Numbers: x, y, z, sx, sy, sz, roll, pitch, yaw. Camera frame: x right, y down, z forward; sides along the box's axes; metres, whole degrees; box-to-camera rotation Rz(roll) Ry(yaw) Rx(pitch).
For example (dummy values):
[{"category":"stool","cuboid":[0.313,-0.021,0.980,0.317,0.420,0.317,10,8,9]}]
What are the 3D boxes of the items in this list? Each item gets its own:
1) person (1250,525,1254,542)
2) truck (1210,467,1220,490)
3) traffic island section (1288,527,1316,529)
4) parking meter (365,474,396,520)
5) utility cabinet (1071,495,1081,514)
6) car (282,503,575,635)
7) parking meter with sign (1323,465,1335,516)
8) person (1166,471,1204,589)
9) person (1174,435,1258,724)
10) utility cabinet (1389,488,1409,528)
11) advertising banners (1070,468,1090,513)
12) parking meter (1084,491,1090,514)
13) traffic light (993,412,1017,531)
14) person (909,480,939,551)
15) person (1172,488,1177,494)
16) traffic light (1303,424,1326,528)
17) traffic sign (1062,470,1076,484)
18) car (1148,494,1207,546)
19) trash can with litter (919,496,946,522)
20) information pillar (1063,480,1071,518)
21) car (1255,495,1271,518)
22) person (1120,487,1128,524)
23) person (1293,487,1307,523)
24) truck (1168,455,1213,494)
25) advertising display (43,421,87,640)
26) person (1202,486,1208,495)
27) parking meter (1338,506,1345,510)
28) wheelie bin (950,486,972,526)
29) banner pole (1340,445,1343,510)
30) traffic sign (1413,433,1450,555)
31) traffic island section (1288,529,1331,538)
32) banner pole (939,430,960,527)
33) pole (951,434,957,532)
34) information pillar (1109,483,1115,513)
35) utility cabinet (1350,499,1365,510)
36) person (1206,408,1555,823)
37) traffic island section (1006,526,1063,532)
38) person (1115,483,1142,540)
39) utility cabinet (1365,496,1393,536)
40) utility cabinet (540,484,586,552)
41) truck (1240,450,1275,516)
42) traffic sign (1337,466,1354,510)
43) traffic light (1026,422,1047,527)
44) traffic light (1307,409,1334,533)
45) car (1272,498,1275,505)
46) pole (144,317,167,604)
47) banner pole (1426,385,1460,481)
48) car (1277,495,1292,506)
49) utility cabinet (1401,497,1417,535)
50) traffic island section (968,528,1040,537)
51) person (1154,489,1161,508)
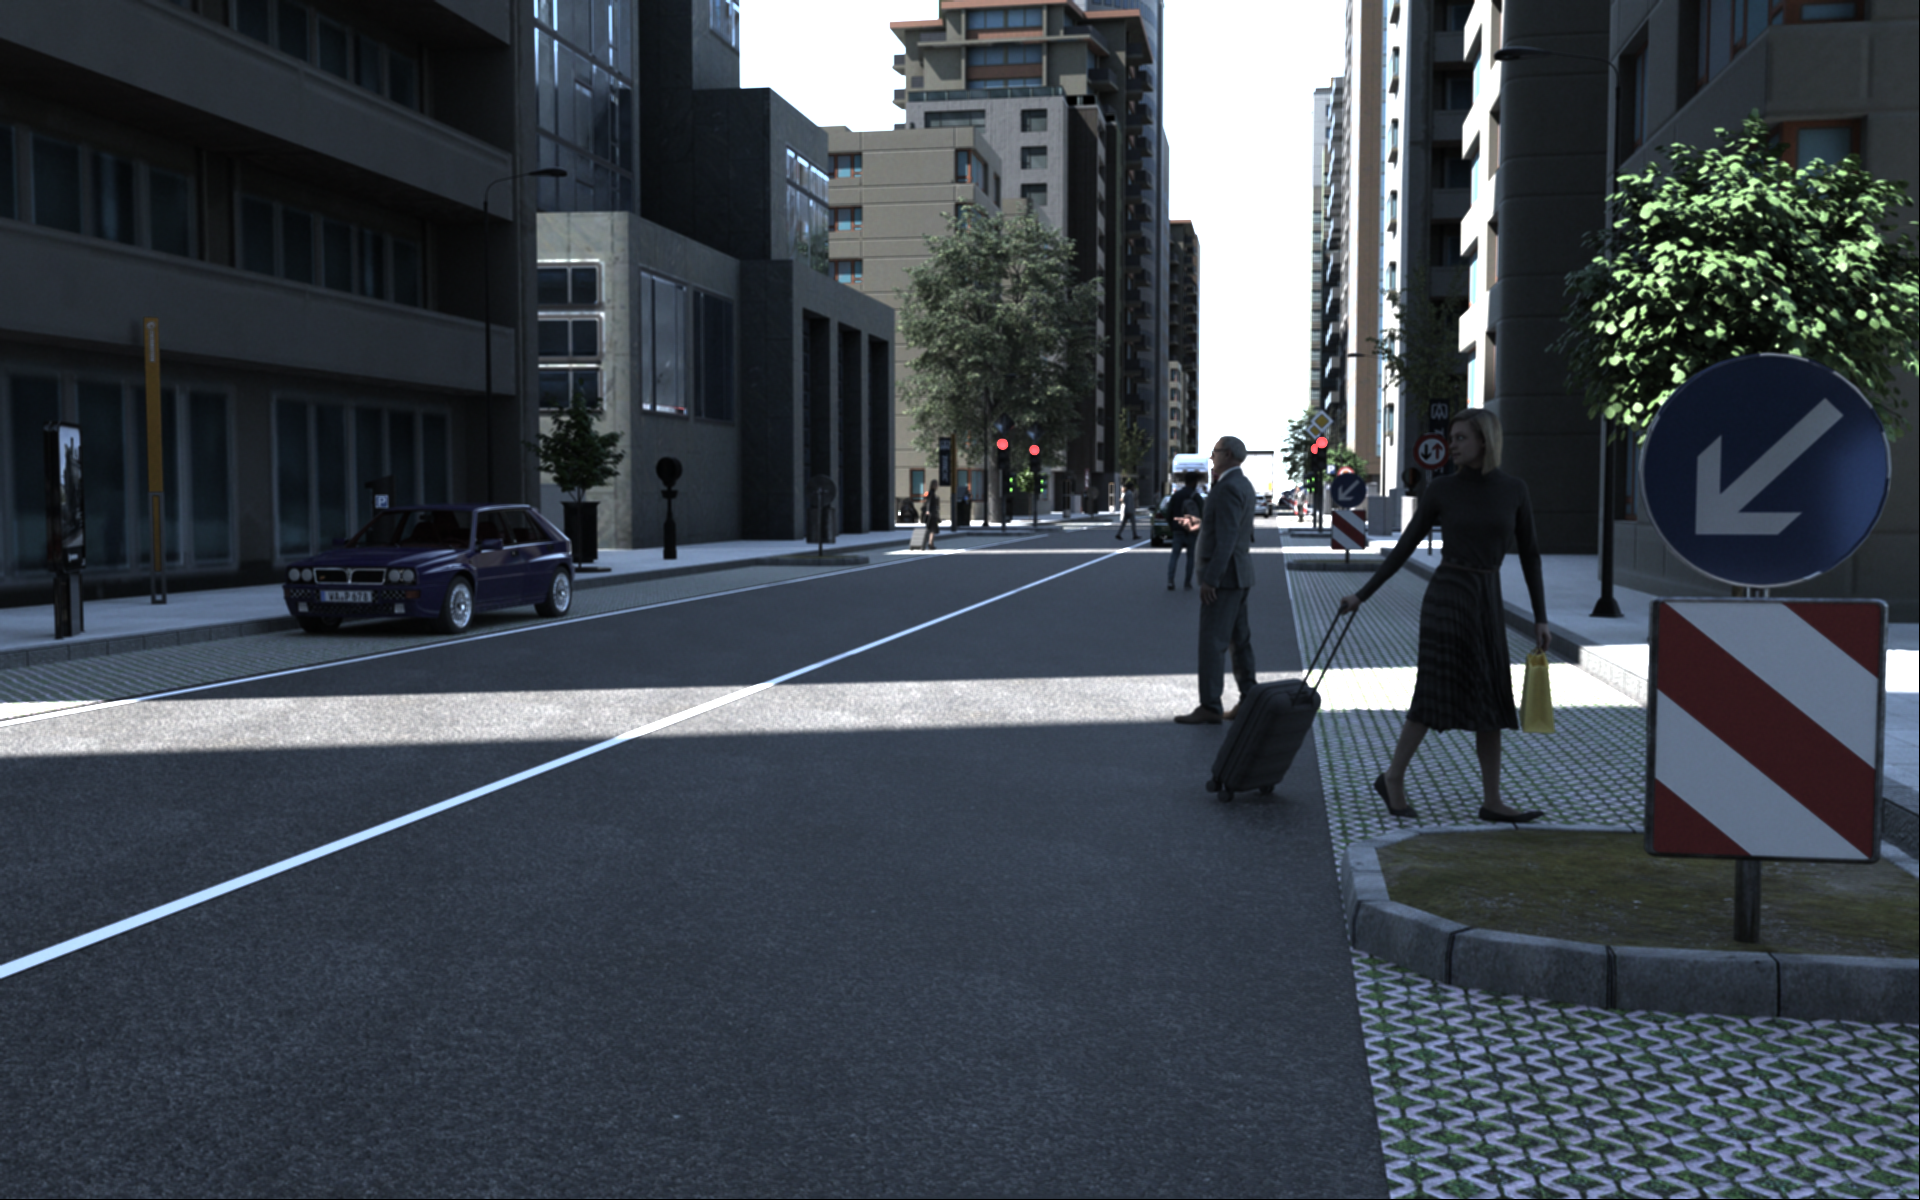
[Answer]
[{"category":"person","cuboid":[8.498,-2.641,51.649,0.622,1.834,0.822,0,4,0]},{"category":"truck","cuboid":[27.914,-11.954,184.356,2.839,4.237,11.283,1,4,10]},{"category":"traffic island section","cuboid":[13.426,-2.640,65.437,2.009,0.180,2.903,1,4,10]},{"category":"parking meter","cuboid":[-7.376,-0.835,22.066,0.372,1.533,0.369,0,3,0]},{"category":"utility cabinet","cuboid":[7.640,-6.308,114.299,0.306,1.237,1.020,2,4,31]},{"category":"car","cuboid":[-5.676,-0.387,18.907,1.945,1.354,3.894,1,4,11]},{"category":"parking meter with sign","cuboid":[22.153,-6.601,104.194,0.543,3.016,1.738,0,4,3]},{"category":"person","cuboid":[3.398,-1.051,26.034,0.623,1.781,0.721,1,4,14]},{"category":"person","cuboid":[1.606,-0.138,10.934,0.590,1.801,0.661,1,4,20]},{"category":"utility cabinet","cuboid":[16.435,-3.440,64.921,0.318,1.500,1.173,3,4,38]},{"category":"advertising banners","cuboid":[8.094,-7.389,116.991,0.090,3.025,2.074,3,5,44]},{"category":"parking meter","cuboid":[8.270,-6.397,113.002,0.372,1.533,0.369,0,3,0]},{"category":"traffic light","cuboid":[1.522,-4.307,59.339,0.839,4.253,0.868,1,4,10]},{"category":"person","cuboid":[-0.872,-2.152,43.896,0.699,1.804,1.509,2,4,29]},{"category":"person","cuboid":[11.964,-5.369,96.764,0.782,1.767,0.515,1,4,11]},{"category":"traffic light","cuboid":[13.389,-4.673,65.330,0.839,4.253,0.868,1,4,10]},{"category":"traffic sign","cuboid":[5.802,-5.665,92.733,0.768,2.556,0.104,1,4,20]},{"category":"car","cuboid":[6.330,-2.253,48.640,2.131,1.459,4.920,1,4,9]},{"category":"trash can with litter","cuboid":[-1.463,-4.293,81.255,1.678,1.210,2.233,3,4,37]},{"category":"information pillar","cuboid":[5.670,-5.356,92.055,0.304,2.012,0.304,-2,4,-32]},{"category":"car","cuboid":[17.653,-5.631,104.064,2.014,1.417,4.499,1,4,9]},{"category":"person","cuboid":[7.900,-4.566,83.706,0.362,1.759,0.519,-1,4,-22]},{"category":"person","cuboid":[16.777,-4.693,85.415,0.473,1.802,0.592,-3,5,-40]},{"category":"truck","cuboid":[16.682,-8.184,123.563,2.967,4.110,18.799,1,4,9]},{"category":"advertising display","cuboid":[-8.074,-0.638,15.650,0.123,1.923,0.974,-1,4,-15]},{"category":"person","cuboid":[12.411,-4.823,87.314,0.822,1.834,0.622,1,4,9]},{"category":"parking meter","cuboid":[22.586,-5.929,102.643,0.399,1.863,0.255,3,5,45]},{"category":"wheelie bin","cuboid":[0.049,-3.738,69.020,0.980,1.594,0.693,3,4,38]},{"category":"banner pole","cuboid":[19.613,-6.060,89.100,0.401,3.779,0.863,1,4,13]},{"category":"traffic sign","cuboid":[9.881,-2.216,36.337,0.768,2.556,0.104,1,4,12]},{"category":"traffic island section","cuboid":[12.004,-2.159,57.579,2.009,0.180,2.903,1,4,10]},{"category":"banner pole","cuboid":[-0.425,-4.726,67.289,0.863,3.779,0.401,1,4,12]},{"category":"pole","cuboid":[-0.208,-3.974,58.813,0.158,3.312,0.155,0,3,0]},{"category":"information pillar","cuboid":[10.346,-6.923,117.685,0.304,2.012,0.304,2,4,29]},{"category":"utility cabinet","cuboid":[18.788,-4.297,81.410,1.020,1.237,0.306,-3,4,-37]},{"category":"person","cuboid":[1.927,0.057,7.784,1.509,1.804,0.699,3,5,44]},{"category":"traffic island section","cuboid":[2.906,-2.756,67.339,2.009,0.180,2.903,1,4,10]},{"category":"person","cuboid":[5.287,-2.788,54.351,0.850,1.792,0.678,-1,4,-18]},{"category":"utility cabinet","cuboid":[12.959,-2.585,53.427,0.306,1.237,1.020,-1,4,-17]},{"category":"utility cabinet","cuboid":[-8.643,-1.750,37.295,0.318,1.500,1.173,3,5,44]},{"category":"truck","cuboid":[19.590,-7.751,115.642,2.839,4.237,11.283,1,4,9]},{"category":"traffic sign","cuboid":[17.610,-4.831,79.092,0.768,2.556,0.104,1,4,12]},{"category":"traffic light","cuboid":[2.944,-4.788,67.197,0.839,4.253,0.868,1,4,10]},{"category":"traffic light","cuboid":[11.967,-4.193,57.472,0.839,4.253,0.868,1,4,10]},{"category":"car","cuboid":[26.893,-8.870,154.057,2.155,1.783,4.494,1,4,11]},{"category":"pole","cuboid":[-9.349,-1.607,20.118,0.158,3.312,0.155,0,3,0]},{"category":"banner pole","cuboid":[11.196,-3.053,39.934,0.863,3.779,0.401,0,4,2]},{"category":"car","cuboid":[36.481,-11.086,193.837,1.945,1.354,3.894,1,4,10]},{"category":"utility cabinet","cuboid":[11.390,-2.001,43.876,0.306,1.237,1.020,1,4,20]},{"category":"traffic island section","cuboid":[1.484,-2.275,59.481,2.009,0.180,2.903,1,4,10]},{"category":"person","cuboid":[14.187,-7.087,124.559,0.511,1.800,0.466,1,4,20]}]
